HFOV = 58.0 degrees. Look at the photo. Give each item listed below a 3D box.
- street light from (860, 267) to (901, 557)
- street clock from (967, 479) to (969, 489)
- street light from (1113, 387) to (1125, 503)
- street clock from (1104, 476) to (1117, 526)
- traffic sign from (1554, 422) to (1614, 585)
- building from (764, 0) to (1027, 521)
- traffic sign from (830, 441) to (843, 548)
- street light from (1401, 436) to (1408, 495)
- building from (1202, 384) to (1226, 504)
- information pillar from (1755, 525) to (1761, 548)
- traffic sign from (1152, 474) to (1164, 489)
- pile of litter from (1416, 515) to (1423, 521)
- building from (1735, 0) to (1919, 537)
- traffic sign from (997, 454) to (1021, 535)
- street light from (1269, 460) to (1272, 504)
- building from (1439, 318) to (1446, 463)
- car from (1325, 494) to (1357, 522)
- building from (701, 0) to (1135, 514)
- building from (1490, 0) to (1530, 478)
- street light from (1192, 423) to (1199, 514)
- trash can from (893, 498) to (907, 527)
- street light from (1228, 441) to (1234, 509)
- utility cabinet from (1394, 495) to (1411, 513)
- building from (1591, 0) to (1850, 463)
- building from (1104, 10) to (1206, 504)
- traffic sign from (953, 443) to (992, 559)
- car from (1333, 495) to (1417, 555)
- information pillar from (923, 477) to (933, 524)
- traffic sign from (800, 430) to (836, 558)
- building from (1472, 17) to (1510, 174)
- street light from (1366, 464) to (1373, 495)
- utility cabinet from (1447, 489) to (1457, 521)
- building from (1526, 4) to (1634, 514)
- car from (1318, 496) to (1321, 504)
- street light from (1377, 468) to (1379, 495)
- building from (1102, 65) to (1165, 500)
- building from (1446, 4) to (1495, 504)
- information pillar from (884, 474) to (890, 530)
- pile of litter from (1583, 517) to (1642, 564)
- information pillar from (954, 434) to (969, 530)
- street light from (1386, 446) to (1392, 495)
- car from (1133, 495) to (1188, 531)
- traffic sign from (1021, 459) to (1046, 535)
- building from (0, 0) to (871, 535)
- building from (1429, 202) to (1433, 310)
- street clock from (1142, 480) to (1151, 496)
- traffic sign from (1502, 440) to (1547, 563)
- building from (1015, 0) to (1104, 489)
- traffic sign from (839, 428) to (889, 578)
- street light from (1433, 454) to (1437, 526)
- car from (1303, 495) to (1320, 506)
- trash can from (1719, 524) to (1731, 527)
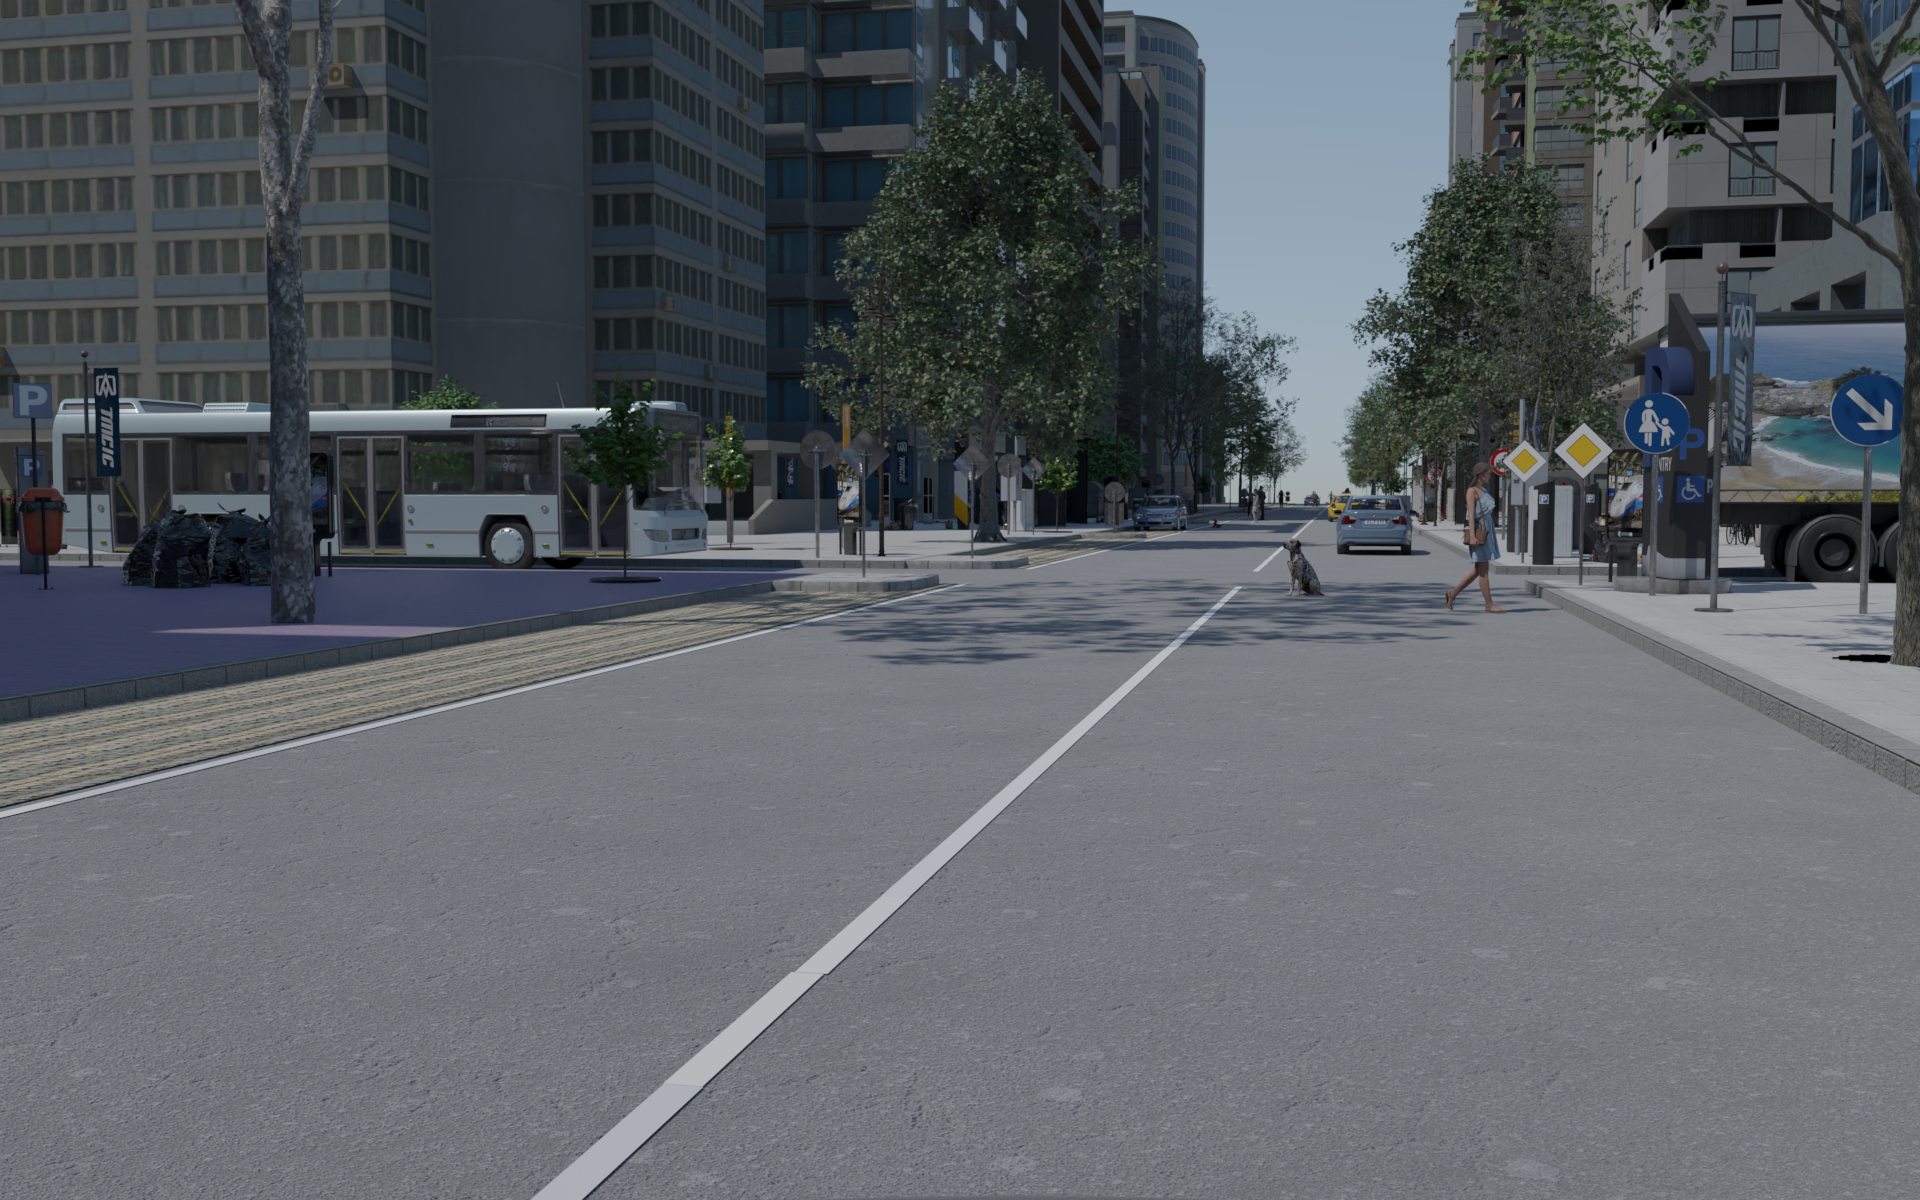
[{"bbox_3d":[-1.607,-3.828,35.380,0.468,5.910,1.993,1,4,12],"label":"street light"},{"bbox_3d":[0.291,-4.696,81.349,0.358,2.002,0.471,0,4,3],"label":"street clock"},{"bbox_3d":[6.539,-6.068,71.994,0.468,5.910,1.993,1,4,12],"label":"street light"},{"bbox_3d":[6.085,-4.009,70.120,0.471,2.002,0.358,-2,4,-35],"label":"street clock"},{"bbox_3d":[8.723,-1.263,24.290,0.795,2.450,0.064,1,4,12],"label":"traffic sign"},{"bbox_3d":[-8.662,-29.164,96.435,23.786,49.044,30.456,1,4,12],"label":"building"},{"bbox_3d":[-2.786,-2.528,41.438,0.768,2.556,0.104,1,4,17],"label":"traffic sign"},{"bbox_3d":[27.460,-8.208,106.990,0.468,5.910,1.993,1,4,12],"label":"street light"},{"bbox_3d":[22.736,-24.443,244.686,27.650,21.520,28.899,1,4,12],"label":"building"},{"bbox_3d":[19.320,-2.269,41.588,0.304,2.012,0.304,0,4,7],"label":"information pillar"},{"bbox_3d":[12.372,-6.610,108.180,0.768,2.556,0.104,1,4,19],"label":"traffic sign"},{"bbox_3d":[22.778,-4.290,84.098,1.719,0.858,1.176,-1,4,-19],"label":"pile of litter"},{"bbox_3d":[38.488,-44.778,44.789,31.000,86.520,22.319,1,4,12],"label":"building"},{"bbox_3d":[1.529,-3.326,54.493,0.768,2.556,0.104,1,4,17],"label":"traffic sign"},{"bbox_3d":[40.737,-15.567,227.304,0.468,5.910,1.993,1,4,12],"label":"street light"},{"bbox_3d":[71.435,-33.722,234.942,14.154,41.232,14.086,1,4,12],"label":"building"},{"bbox_3d":[19.979,-4.867,89.801,2.015,1.641,3.980,1,4,11],"label":"car"},{"bbox_3d":[-1.847,-27.753,145.644,32.217,40.220,23.993,1,4,12],"label":"building"},{"bbox_3d":[54.363,-29.608,138.721,22.147,44.769,28.867,1,4,12],"label":"building"},{"bbox_3d":[14.964,-8.413,110.334,0.468,5.910,1.993,1,4,12],"label":"street light"},{"bbox_3d":[-2.220,-3.348,66.386,0.748,1.137,0.748,0,3,0],"label":"trash can"},{"bbox_3d":[22.913,-10.639,146.737,0.468,5.910,1.993,1,4,12],"label":"street light"},{"bbox_3d":[26.510,-5.662,103.734,1.020,1.237,0.306,-2,4,-23],"label":"utility cabinet"},{"bbox_3d":[46.475,-30.198,82.972,28.713,52.752,27.495,1,4,12],"label":"building"},{"bbox_3d":[18.574,-41.146,214.737,21.231,58.520,28.212,1,4,12],"label":"building"},{"bbox_3d":[0.246,-1.878,34.348,0.795,2.450,0.064,1,4,12],"label":"traffic sign"},{"bbox_3d":[10.128,-1.852,42.283,2.014,1.417,4.499,1,4,14],"label":"car"},{"bbox_3d":[-1.373,-4.238,73.785,0.304,2.012,0.304,2,4,35],"label":"information pillar"},{"bbox_3d":[-2.860,-2.116,34.706,0.768,2.556,0.104,1,4,15],"label":"traffic sign"},{"bbox_3d":[54.941,-31.222,160.585,14.600,45.320,14.200,1,4,12],"label":"building"},{"bbox_3d":[53.247,-15.381,224.260,0.468,5.910,1.993,1,4,12],"label":"street light"},{"bbox_3d":[24.445,-4.647,84.658,0.318,1.500,1.173,-1,4,-21],"label":"utility cabinet"},{"bbox_3d":[45.750,-26.578,118.150,14.154,41.232,14.086,1,4,12],"label":"building"},{"bbox_3d":[49.287,-13.986,241.257,1.945,1.354,3.894,1,4,12],"label":"car"},{"bbox_3d":[43.398,-12.661,179.789,0.468,5.910,1.993,1,4,12],"label":"street light"},{"bbox_3d":[11.313,-29.274,162.229,14.154,41.232,14.086,1,4,12],"label":"building"},{"bbox_3d":[70.607,-41.016,212.610,21.231,58.520,28.212,1,4,12],"label":"building"},{"bbox_3d":[-2.650,-3.516,61.973,0.304,2.012,0.304,0,4,-3],"label":"information pillar"},{"bbox_3d":[12.336,-1.138,32.575,1.176,0.858,1.719,1,4,8],"label":"pile of litter"},{"bbox_3d":[0.046,-4.317,61.930,0.504,3.616,0.183,1,4,23],"label":"information pillar"},{"bbox_3d":[35.505,-10.433,143.373,0.468,5.910,1.993,1,4,12],"label":"street light"},{"bbox_3d":[7.940,-3.444,68.319,2.014,1.417,4.499,1,4,14],"label":"car"},{"bbox_3d":[2.295,-3.231,54.017,0.795,2.450,0.064,1,4,14],"label":"traffic sign"},{"bbox_3d":[-20.686,-22.705,63.108,32.217,40.220,23.993,1,4,12],"label":"building"},{"bbox_3d":[74.863,-36.671,249.677,14.600,45.320,14.200,1,4,12],"label":"building"},{"bbox_3d":[9.260,-4.992,86.183,0.358,2.002,0.471,-2,4,-25],"label":"street clock"},{"bbox_3d":[10.442,-1.740,32.089,0.795,2.450,0.064,1,4,12],"label":"traffic sign"},{"bbox_3d":[-1.907,-30.483,122.105,21.300,48.544,21.600,1,4,12],"label":"building"},{"bbox_3d":[-1.473,-1.401,26.550,0.795,2.450,0.064,1,4,12],"label":"traffic sign"},{"bbox_3d":[18.849,-5.855,68.517,0.468,5.910,1.993,1,4,12],"label":"street light"},{"bbox_3d":[42.445,-12.019,209.088,1.945,1.354,3.894,1,4,13],"label":"car"},{"bbox_3d":[29.613,-3.379,66.903,0.748,1.137,0.748,0,3,0],"label":"trash can"}]
